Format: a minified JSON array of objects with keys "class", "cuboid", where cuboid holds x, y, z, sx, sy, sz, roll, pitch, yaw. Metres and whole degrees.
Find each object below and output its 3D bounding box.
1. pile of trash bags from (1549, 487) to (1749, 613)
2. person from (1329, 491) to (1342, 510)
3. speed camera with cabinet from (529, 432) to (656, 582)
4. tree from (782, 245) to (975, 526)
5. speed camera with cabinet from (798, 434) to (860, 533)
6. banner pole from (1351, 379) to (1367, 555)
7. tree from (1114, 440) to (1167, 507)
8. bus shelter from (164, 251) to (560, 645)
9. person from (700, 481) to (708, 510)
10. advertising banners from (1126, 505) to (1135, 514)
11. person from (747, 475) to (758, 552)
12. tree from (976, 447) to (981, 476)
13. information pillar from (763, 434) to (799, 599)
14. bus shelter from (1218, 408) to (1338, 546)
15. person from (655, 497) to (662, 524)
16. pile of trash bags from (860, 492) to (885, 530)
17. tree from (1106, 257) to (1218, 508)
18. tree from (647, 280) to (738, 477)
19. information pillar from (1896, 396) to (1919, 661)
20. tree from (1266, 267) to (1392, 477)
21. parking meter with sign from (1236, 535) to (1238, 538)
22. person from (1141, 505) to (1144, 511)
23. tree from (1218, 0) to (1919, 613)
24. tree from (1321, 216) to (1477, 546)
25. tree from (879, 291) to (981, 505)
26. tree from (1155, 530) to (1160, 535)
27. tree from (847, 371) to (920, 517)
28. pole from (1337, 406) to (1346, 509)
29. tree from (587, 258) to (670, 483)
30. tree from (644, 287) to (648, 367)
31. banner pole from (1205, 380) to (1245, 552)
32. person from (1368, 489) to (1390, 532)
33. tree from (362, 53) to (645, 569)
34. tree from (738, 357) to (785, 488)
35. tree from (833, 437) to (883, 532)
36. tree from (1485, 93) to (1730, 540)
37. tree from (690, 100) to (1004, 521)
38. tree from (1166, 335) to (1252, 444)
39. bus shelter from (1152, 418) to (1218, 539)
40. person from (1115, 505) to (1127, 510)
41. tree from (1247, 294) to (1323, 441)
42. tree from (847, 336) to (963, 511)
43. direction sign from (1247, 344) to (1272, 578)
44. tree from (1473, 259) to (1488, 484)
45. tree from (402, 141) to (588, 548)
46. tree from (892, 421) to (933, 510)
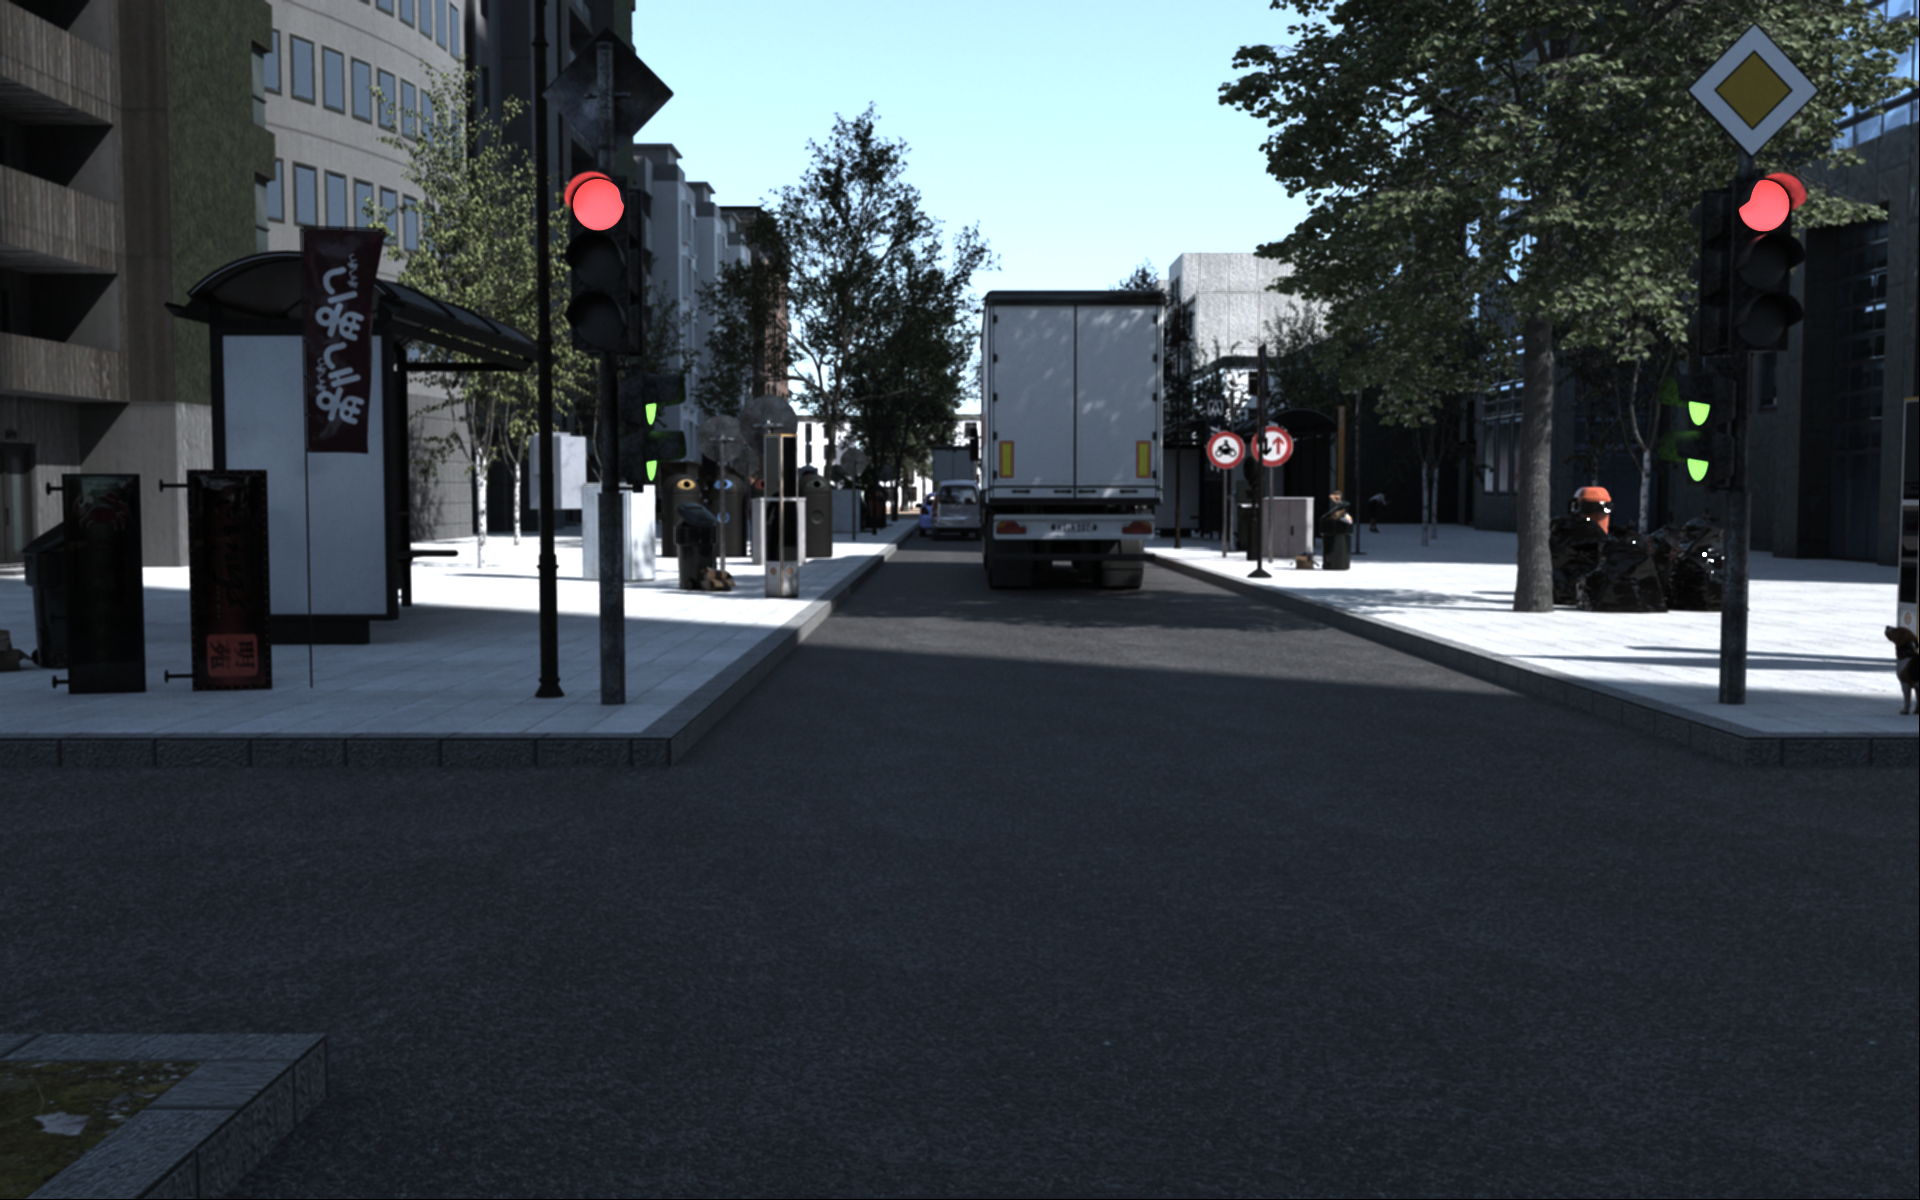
[{"class":"pile of trash bags","cuboid":[7.780,-0.646,20.309,1.912,1.369,3.447,0,4,4]},{"class":"person","cuboid":[7.707,-1.574,35.695,0.340,1.345,0.435,1,4,17]},{"class":"speed camera with cabinet","cuboid":[-5.480,-1.923,25.780,2.038,3.252,0.660,2,4,32]},{"class":"tree","cuboid":[-3.276,-8.790,69.472,9.928,11.665,9.643,0,3,0]},{"class":"speed camera with cabinet","cuboid":[-4.329,-3.837,57.075,2.038,3.252,0.660,0,4,-7]},{"class":"banner pole","cuboid":[8.503,-2.877,37.052,0.401,3.779,0.863,0,4,6]},{"class":"tree","cuboid":[5.306,-4.583,58.649,4.285,4.588,4.351,0,3,0]},{"class":"bus shelter","cuboid":[-5.601,-1.425,17.218,2.014,3.302,5.546,0,3,0]},{"class":"person","cuboid":[-7.841,-2.878,54.044,0.756,1.711,0.436,-1,4,-15]},{"class":"advertising banners","cuboid":[7.231,-4.739,73.666,2.074,3.025,0.090,3,5,39]},{"class":"person","cuboid":[-4.519,-1.928,38.481,0.541,1.710,0.530,-3,5,-39]},{"class":"tree","cuboid":[5.590,-13.248,133.608,9.611,12.733,9.660,0,3,0]},{"class":"information pillar","cuboid":[-2.201,-1.031,21.350,0.304,2.012,0.304,3,5,39]},{"class":"bus shelter","cuboid":[7.973,-3.026,43.401,2.014,3.302,5.546,0,4,0]},{"class":"person","cuboid":[-12.800,-4.019,74.936,0.799,1.438,0.628,-2,4,-34]},{"class":"pile of trash bags","cuboid":[-3.983,-3.221,62.411,3.447,1.369,1.912,3,5,44]},{"class":"tree","cuboid":[6.551,-8.157,67.782,7.601,10.594,8.767,0,4,1]},{"class":"tree","cuboid":[-10.890,-6.648,59.051,4.737,8.622,4.395,0,3,0]},{"class":"information pillar","cuboid":[7.345,-0.528,13.118,0.304,2.012,0.304,0,4,-1]},{"class":"tree","cuboid":[11.908,-6.363,54.398,4.737,8.622,4.395,0,3,0]},{"class":"parking meter with sign","cuboid":[8.375,-3.306,50.311,0.543,3.016,1.738,-2,4,-33]},{"class":"person","cuboid":[14.062,-7.833,134.773,0.621,1.740,0.551,-2,4,-34]},{"class":"tree","cuboid":[6.488,-6.120,18.192,7.486,12.596,7.792,0,3,0]},{"class":"tree","cuboid":[11.476,-5.612,42.111,4.360,8.622,3.978,0,3,0]},{"class":"tree","cuboid":[-4.287,-18.637,160.599,12.611,20.169,13.585,0,3,0]},{"class":"tree","cuboid":[6.194,-3.693,54.988,1.663,3.219,1.824,0,3,0]},{"class":"tree","cuboid":[-3.958,-8.915,96.119,4.737,8.622,4.395,0,3,0]},{"class":"pole","cuboid":[8.828,-2.829,40.091,0.158,3.312,0.155,0,3,0]},{"class":"tree","cuboid":[-10.384,-6.094,49.999,4.360,8.622,3.978,0,3,0]},{"class":"tree","cuboid":[-11.009,-5.678,43.201,4.737,8.622,4.395,0,3,0]},{"class":"banner pole","cuboid":[5.778,-2.948,38.224,0.863,3.779,0.401,2,4,29]},{"class":"person","cuboid":[14.006,-2.982,57.995,0.628,1.438,0.799,2,4,29]},{"class":"tree","cuboid":[-8.104,-4.834,29.400,4.737,8.622,4.395,0,3,0]},{"class":"tree","cuboid":[-10.773,-8.109,82.938,4.737,8.622,4.395,0,3,0]},{"class":"tree","cuboid":[-3.464,-3.911,58.543,1.663,3.219,1.824,0,3,0]},{"class":"tree","cuboid":[12.063,-4.881,30.172,4.360,8.622,3.978,0,3,0]},{"class":"tree","cuboid":[-2.982,-6.526,41.105,7.601,10.594,8.767,2,4,25]},{"class":"tree","cuboid":[11.591,-7.900,79.533,4.737,8.622,4.395,0,3,0]},{"class":"bus shelter","cuboid":[6.514,-3.371,49.043,2.014,3.302,5.546,0,4,0]},{"class":"person","cuboid":[6.567,-3.972,71.107,0.598,1.807,0.434,1,4,19]},{"class":"tree","cuboid":[12.856,-6.843,62.239,4.360,8.622,3.978,0,3,0]},{"class":"tree","cuboid":[-4.108,-13.520,127.703,9.857,13.997,8.962,0,3,0]},{"class":"direction sign","cuboid":[4.611,-2.113,26.553,0.379,3.537,0.876,0,4,3]},{"class":"tree","cuboid":[13.511,-5.258,36.324,4.360,8.622,3.978,0,3,0]},{"class":"tree","cuboid":[-10.180,-5.278,36.656,4.360,8.622,3.978,0,3,0]},{"class":"tree","cuboid":[-4.166,-11.581,139.705,4.360,8.622,3.978,0,3,0]}]
